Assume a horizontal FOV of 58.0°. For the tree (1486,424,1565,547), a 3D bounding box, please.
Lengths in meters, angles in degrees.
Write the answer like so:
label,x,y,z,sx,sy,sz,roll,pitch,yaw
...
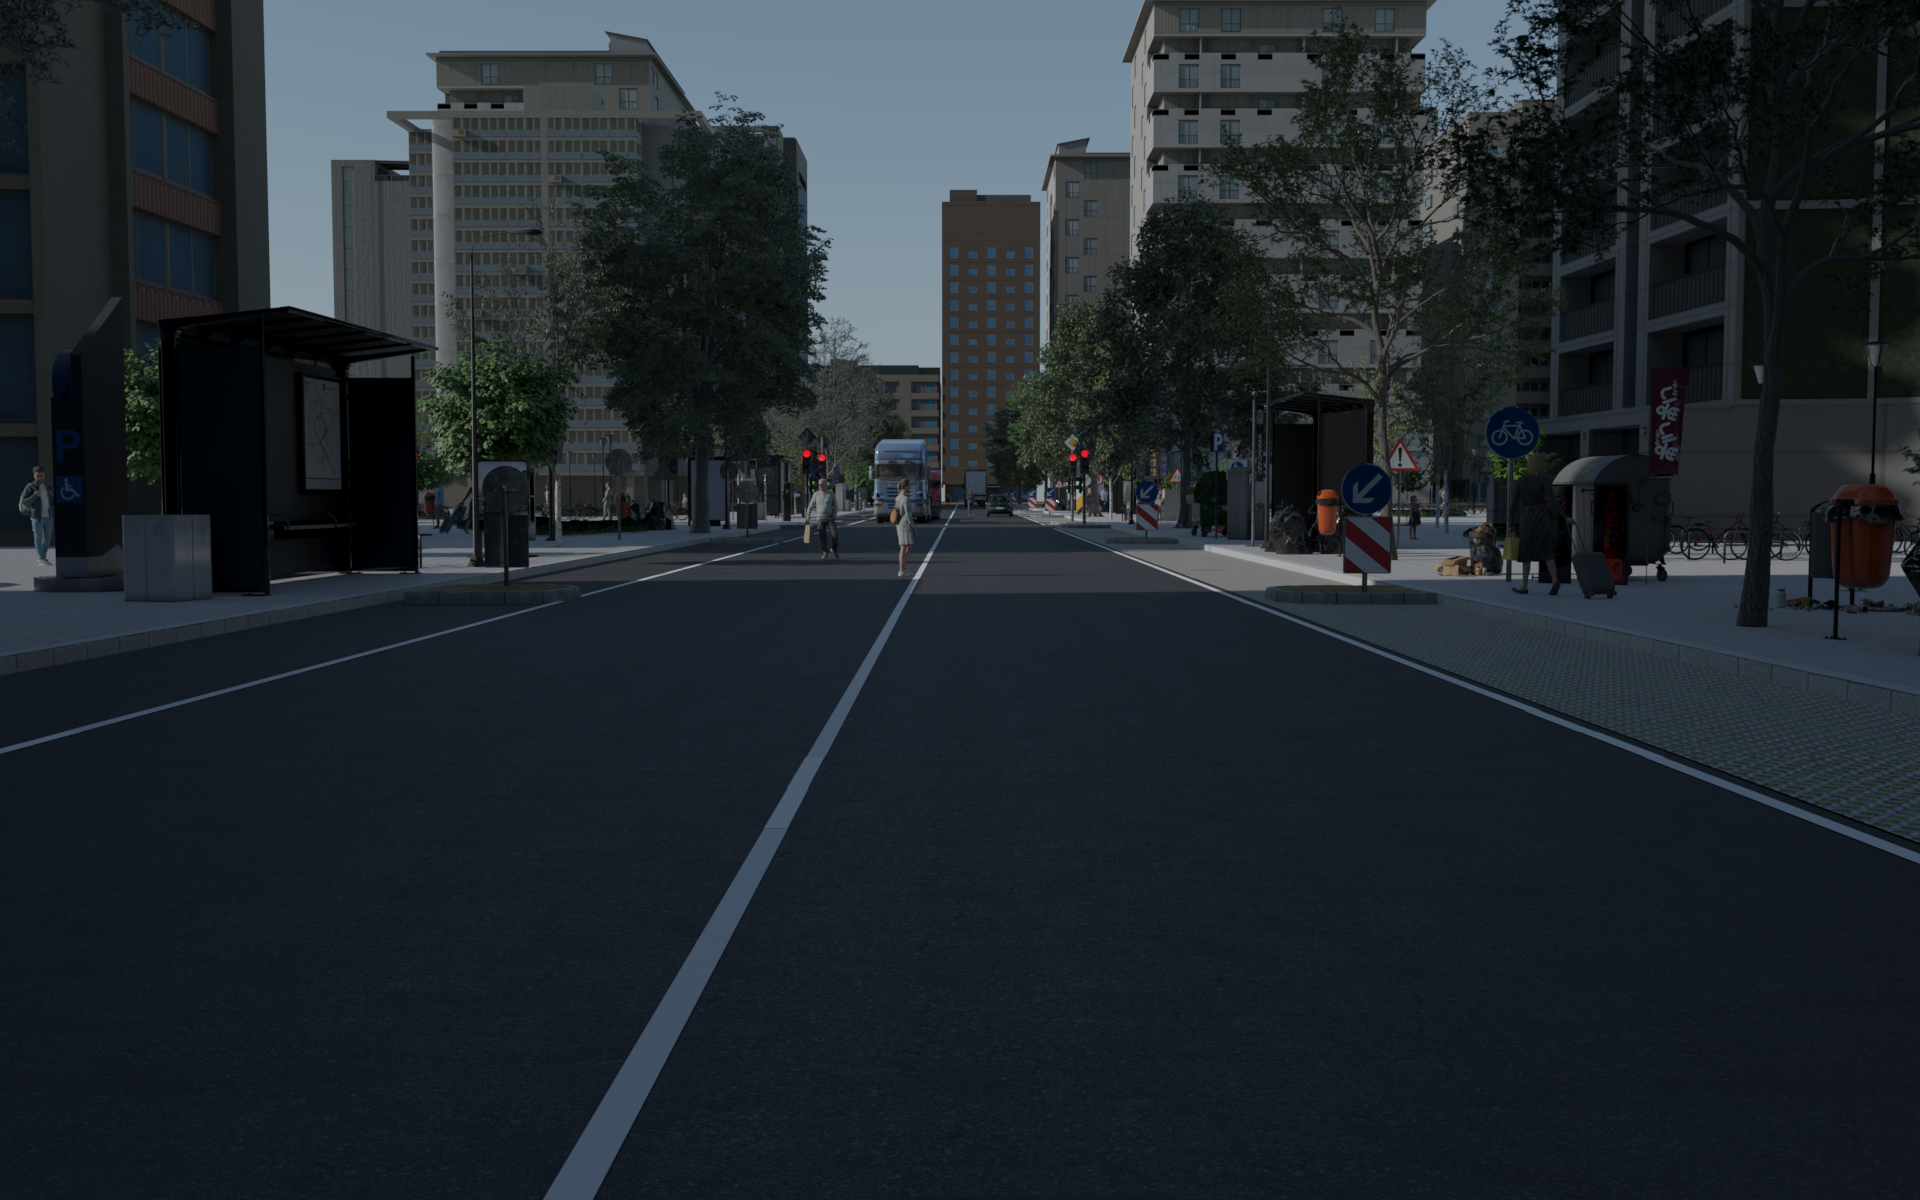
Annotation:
label,x,y,z,sx,sy,sz,roll,pitch,yaw
tree,13.476,-2.896,41.946,1.663,3.219,1.824,0,3,0

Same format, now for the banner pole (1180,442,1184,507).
label,x,y,z,sx,sy,sz,roll,pitch,yaw
banner pole,9.317,-5.057,72.695,0.401,3.779,0.863,0,4,0

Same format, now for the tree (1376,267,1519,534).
label,x,y,z,sx,sy,sz,roll,pitch,yaw
tree,15.784,-6.447,55.764,4.360,8.622,3.978,0,3,0

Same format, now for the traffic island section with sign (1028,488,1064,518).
label,x,y,z,sx,sy,sz,roll,pitch,yaw
traffic island section with sign,5.354,-5.943,105.798,1.989,1.847,2.006,0,3,0

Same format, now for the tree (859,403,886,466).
label,x,y,z,sx,sy,sz,roll,pitch,yaw
tree,-8.558,-11.469,137.875,4.360,8.622,3.978,0,3,0

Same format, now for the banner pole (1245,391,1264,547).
label,x,y,z,sx,sy,sz,roll,pitch,yaw
banner pole,7.290,-3.208,42.460,0.401,3.779,0.863,2,4,32

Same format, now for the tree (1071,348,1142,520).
label,x,y,z,sx,sy,sz,roll,pitch,yaw
tree,7.593,-8.343,86.763,4.737,8.622,4.395,0,3,0

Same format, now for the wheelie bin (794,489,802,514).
label,x,y,z,sx,sy,sz,roll,pitch,yaw
wheelie bin,-10.307,-6.327,111.357,0.693,1.594,0.980,0,4,-4

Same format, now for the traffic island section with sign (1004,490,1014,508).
label,x,y,z,sx,sy,sz,roll,pitch,yaw
traffic island section with sign,5.512,-10.726,183.996,1.989,1.847,2.006,0,3,0

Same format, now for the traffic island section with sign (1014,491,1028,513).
label,x,y,z,sx,sy,sz,roll,pitch,yaw
traffic island section with sign,5.403,-7.614,133.122,1.989,1.847,2.006,0,3,0

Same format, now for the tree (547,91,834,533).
label,x,y,z,sx,sy,sz,roll,pitch,yaw
tree,-8.545,-9.173,56.634,9.857,13.997,8.962,0,3,0

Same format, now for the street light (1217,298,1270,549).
label,x,y,z,sx,sy,sz,roll,pitch,yaw
street light,6.679,-4.161,40.574,1.470,5.913,1.316,0,3,0

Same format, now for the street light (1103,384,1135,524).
label,x,y,z,sx,sy,sz,roll,pitch,yaw
street light,6.720,-6.149,73.084,1.470,5.913,1.316,0,3,0

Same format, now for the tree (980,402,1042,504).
label,x,y,z,sx,sy,sz,roll,pitch,yaw
tree,7.718,-19.630,227.608,9.857,13.997,8.962,0,3,0

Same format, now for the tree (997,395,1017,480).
label,x,y,z,sx,sy,sz,roll,pitch,yaw
tree,7.491,-11.029,97.334,9.611,12.733,9.660,0,3,0

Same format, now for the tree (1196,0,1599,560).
label,x,y,z,sx,sy,sz,roll,pitch,yaw
tree,8.053,-6.060,33.493,7.601,10.594,8.767,1,4,19

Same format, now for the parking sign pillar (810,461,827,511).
label,x,y,z,sx,sy,sz,roll,pitch,yaw
parking sign pillar,-10.892,-8.854,133.240,1.447,3.967,1.447,-1,4,-13

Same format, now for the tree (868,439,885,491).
label,x,y,z,sx,sy,sz,roll,pitch,yaw
tree,-9.288,-15.243,199.587,4.737,8.622,4.395,0,3,0

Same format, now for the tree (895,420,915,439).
label,x,y,z,sx,sy,sz,roll,pitch,yaw
tree,-9.176,-17.910,218.577,9.928,11.665,9.643,0,3,0

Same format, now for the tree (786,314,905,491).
label,x,y,z,sx,sy,sz,roll,pitch,yaw
tree,-8.843,-12.682,117.719,12.009,13.543,11.850,0,3,0

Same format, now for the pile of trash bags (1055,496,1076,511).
label,x,y,z,sx,sy,sz,roll,pitch,yaw
pile of trash bags,8.666,-7.403,130.797,1.912,1.369,3.447,-3,5,-41

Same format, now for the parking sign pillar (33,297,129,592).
label,x,y,z,sx,sy,sz,roll,pitch,yaw
parking sign pillar,-11.637,-2.122,23.166,1.447,3.967,1.447,0,4,-3

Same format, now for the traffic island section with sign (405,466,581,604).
label,x,y,z,sx,sy,sz,roll,pitch,yaw
traffic island section with sign,-6.241,-0.907,23.464,1.989,1.847,2.006,0,3,0

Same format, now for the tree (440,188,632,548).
label,x,y,z,sx,sy,sz,roll,pitch,yaw
tree,-9.835,-5.561,41.288,4.360,8.622,3.978,0,3,0

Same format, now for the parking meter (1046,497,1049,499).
label,x,y,z,sx,sy,sz,roll,pitch,yaw
parking meter,7.915,-9.009,155.712,0.372,1.533,0.369,0,3,0

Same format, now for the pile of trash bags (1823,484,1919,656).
label,x,y,z,sx,sy,sz,roll,pitch,yaw
pile of trash bags,8.390,-0.261,14.013,1.912,1.369,3.447,-1,4,-17

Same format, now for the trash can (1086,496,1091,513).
label,x,y,z,sx,sy,sz,roll,pitch,yaw
trash can,8.729,-6.317,114.929,0.748,1.137,0.748,0,3,0

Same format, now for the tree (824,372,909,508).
label,x,y,z,sx,sy,sz,roll,pitch,yaw
tree,-8.731,-14.889,160.445,9.611,12.733,9.660,0,3,0

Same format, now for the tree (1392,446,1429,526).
label,x,y,z,sx,sy,sz,roll,pitch,yaw
tree,18.029,-4.602,69.839,1.663,3.219,1.824,0,3,0

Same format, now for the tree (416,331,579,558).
label,x,y,z,sx,sy,sz,roll,pitch,yaw
tree,-9.384,-3.143,35.094,4.285,4.588,4.351,0,3,0

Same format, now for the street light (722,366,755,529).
label,x,y,z,sx,sy,sz,roll,pitch,yaw
street light,-7.991,-5.539,63.101,1.470,5.913,1.316,0,3,0

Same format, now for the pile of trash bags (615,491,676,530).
label,x,y,z,sx,sy,sz,roll,pitch,yaw
pile of trash bags,-11.368,-3.148,61.220,1.912,1.369,3.447,1,4,10

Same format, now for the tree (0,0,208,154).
label,x,y,z,sx,sy,sz,roll,pitch,yaw
tree,-9.363,-6.240,12.401,12.009,13.543,11.850,0,3,0

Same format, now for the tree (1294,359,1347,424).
label,x,y,z,sx,sy,sz,roll,pitch,yaw
tree,19.850,-8.803,94.291,4.360,8.622,3.978,0,3,0

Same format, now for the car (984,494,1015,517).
label,x,y,z,sx,sy,sz,roll,pitch,yaw
car,2.527,-6.157,110.459,2.009,1.686,4.222,0,4,1

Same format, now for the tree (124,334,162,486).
label,x,y,z,sx,sy,sz,roll,pitch,yaw
tree,-16.329,-3.168,35.503,4.285,4.588,4.351,0,3,0

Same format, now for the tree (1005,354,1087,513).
label,x,y,z,sx,sy,sz,roll,pitch,yaw
tree,8.435,-11.841,119.357,9.928,11.665,9.643,0,3,0

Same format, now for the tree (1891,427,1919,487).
label,x,y,z,sx,sy,sz,roll,pitch,yaw
tree,15.068,-1.944,26.382,1.663,3.219,1.824,0,3,0

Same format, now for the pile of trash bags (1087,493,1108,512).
label,x,y,z,sx,sy,sz,roll,pitch,yaw
pile of trash bags,10.094,-6.947,123.340,1.912,1.369,3.447,-1,4,-9

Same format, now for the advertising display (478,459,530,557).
label,x,y,z,sx,sy,sz,roll,pitch,yaw
advertising display,-8.542,-1.662,32.396,0.974,1.923,0.123,0,4,-7

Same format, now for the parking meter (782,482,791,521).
label,x,y,z,sx,sy,sz,roll,pitch,yaw
parking meter,-8.162,-4.631,81.422,0.399,1.863,0.255,-1,4,-22

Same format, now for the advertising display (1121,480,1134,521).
label,x,y,z,sx,sy,sz,roll,pitch,yaw
advertising display,7.975,-4.732,82.581,0.123,1.923,0.974,3,4,37

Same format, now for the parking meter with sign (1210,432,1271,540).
label,x,y,z,sx,sy,sz,roll,pitch,yaw
parking meter with sign,7.886,-3.199,48.563,1.738,3.016,0.543,3,5,42

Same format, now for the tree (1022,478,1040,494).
label,x,y,z,sx,sy,sz,roll,pitch,yaw
tree,7.971,-12.601,200.628,1.663,3.219,1.824,0,3,0

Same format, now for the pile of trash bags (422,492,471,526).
label,x,y,z,sx,sy,sz,roll,pitch,yaw
pile of trash bags,-20.426,-3.762,71.262,3.447,1.369,1.912,-3,5,-41

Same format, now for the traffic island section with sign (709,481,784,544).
label,x,y,z,sx,sy,sz,roll,pitch,yaw
traffic island section with sign,-6.179,-2.556,50.419,1.989,1.847,2.006,0,3,0

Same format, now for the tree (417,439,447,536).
label,x,y,z,sx,sy,sz,roll,pitch,yaw
tree,-16.831,-3.587,53.248,1.663,3.219,1.824,0,3,0

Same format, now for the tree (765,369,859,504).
label,x,y,z,sx,sy,sz,roll,pitch,yaw
tree,-9.027,-9.220,101.105,4.360,8.622,3.978,0,3,0

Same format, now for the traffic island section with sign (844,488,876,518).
label,x,y,z,sx,sy,sz,roll,pitch,yaw
traffic island section with sign,-6.071,-5.972,106.266,1.989,1.847,2.006,0,3,0

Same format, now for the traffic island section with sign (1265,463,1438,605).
label,x,y,z,sx,sy,sz,roll,pitch,yaw
traffic island section with sign,5.174,-0.894,23.252,1.989,1.847,2.006,0,3,0

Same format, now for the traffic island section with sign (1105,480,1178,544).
label,x,y,z,sx,sy,sz,roll,pitch,yaw
traffic island section with sign,5.229,-2.543,50.208,1.989,1.847,2.006,0,3,0

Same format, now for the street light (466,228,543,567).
label,x,y,z,sx,sy,sz,roll,pitch,yaw
street light,-7.978,-3.536,30.354,1.470,5.913,1.316,0,3,0

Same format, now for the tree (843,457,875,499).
label,x,y,z,sx,sy,sz,roll,pitch,yaw
tree,-8.471,-10.099,148.832,4.285,4.588,4.351,0,3,0

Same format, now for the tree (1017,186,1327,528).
label,x,y,z,sx,sy,sz,roll,pitch,yaw
tree,8.631,-9.042,64.843,9.611,12.733,9.660,0,3,0

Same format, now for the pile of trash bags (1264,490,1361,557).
label,x,y,z,sx,sy,sz,roll,pitch,yaw
pile of trash bags,7.638,-1.666,36.996,1.912,1.369,3.447,0,4,2

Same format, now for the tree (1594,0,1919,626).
label,x,y,z,sx,sy,sz,roll,pitch,yaw
tree,8.032,-5.017,16.433,7.601,10.594,8.767,0,4,7

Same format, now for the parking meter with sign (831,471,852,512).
label,x,y,z,sx,sy,sz,roll,pitch,yaw
parking meter with sign,-8.737,-7.994,126.956,1.738,3.016,0.543,2,4,32

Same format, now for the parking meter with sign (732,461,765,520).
label,x,y,z,sx,sy,sz,roll,pitch,yaw
parking meter with sign,-10.342,-5.412,84.741,1.738,3.016,0.543,1,4,13
